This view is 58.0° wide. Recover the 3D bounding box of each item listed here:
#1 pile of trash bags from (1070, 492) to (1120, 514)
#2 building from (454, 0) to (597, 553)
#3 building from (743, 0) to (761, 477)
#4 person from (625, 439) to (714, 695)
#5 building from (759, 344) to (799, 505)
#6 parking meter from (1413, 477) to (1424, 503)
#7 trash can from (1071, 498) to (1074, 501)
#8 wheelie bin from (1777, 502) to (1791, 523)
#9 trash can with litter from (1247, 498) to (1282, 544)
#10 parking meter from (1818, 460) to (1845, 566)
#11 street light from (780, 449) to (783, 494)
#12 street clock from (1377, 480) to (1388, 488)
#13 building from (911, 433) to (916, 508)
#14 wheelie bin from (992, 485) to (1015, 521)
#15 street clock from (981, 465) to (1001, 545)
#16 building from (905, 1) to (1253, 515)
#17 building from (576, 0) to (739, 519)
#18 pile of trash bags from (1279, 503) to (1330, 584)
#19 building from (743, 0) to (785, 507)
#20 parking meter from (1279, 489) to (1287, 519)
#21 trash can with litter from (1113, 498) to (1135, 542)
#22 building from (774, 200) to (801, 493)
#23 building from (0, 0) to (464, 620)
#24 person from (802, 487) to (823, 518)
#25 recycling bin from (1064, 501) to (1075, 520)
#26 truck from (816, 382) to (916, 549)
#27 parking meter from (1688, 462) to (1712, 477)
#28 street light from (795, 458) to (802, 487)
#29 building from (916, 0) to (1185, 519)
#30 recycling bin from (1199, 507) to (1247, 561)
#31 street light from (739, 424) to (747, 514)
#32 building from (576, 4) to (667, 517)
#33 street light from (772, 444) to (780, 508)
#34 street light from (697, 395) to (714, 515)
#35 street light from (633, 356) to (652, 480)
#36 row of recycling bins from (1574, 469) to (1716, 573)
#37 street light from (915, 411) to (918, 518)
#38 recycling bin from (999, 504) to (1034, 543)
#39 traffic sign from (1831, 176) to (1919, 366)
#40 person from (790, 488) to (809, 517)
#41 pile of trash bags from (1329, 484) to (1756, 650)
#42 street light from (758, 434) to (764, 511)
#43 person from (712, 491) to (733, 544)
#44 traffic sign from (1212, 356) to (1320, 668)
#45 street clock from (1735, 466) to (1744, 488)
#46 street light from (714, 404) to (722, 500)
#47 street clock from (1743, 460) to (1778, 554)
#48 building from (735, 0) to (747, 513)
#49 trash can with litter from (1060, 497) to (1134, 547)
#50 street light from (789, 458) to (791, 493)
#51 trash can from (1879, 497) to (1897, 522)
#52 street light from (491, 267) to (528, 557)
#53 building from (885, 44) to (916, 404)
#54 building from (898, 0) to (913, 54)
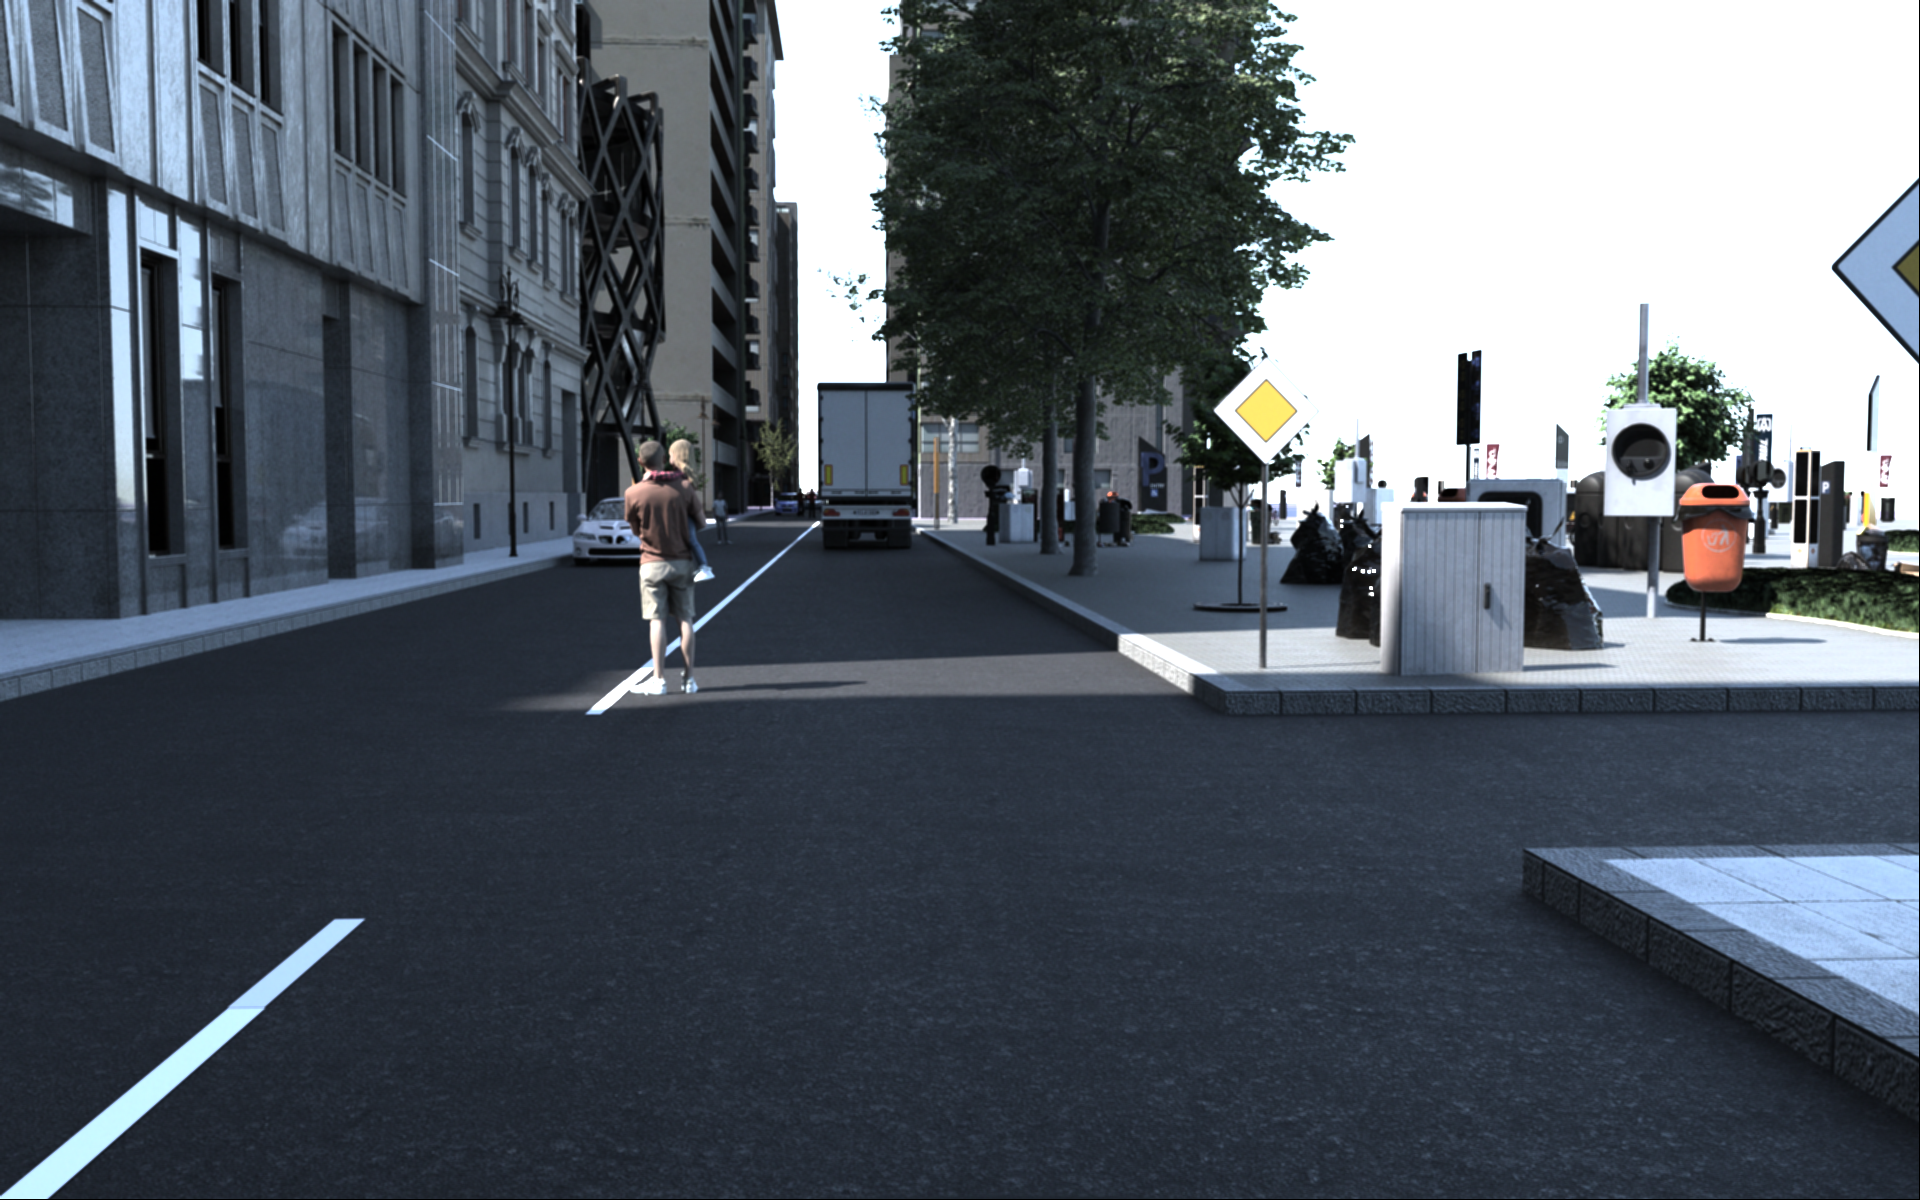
[{"bbox_3d":[6.108,-4.525,83.738,3.447,1.369,1.912,-1,4,-21],"label":"pile of trash bags"},{"bbox_3d":[-17.290,-15.591,42.296,14.401,28.519,23.554,0,4,-4],"label":"building"},{"bbox_3d":[-27.396,-29.528,137.414,22.147,44.769,28.867,0,4,-4],"label":"building"},{"bbox_3d":[-2.080,-0.248,12.523,0.573,1.828,0.580,2,4,26],"label":"person"},{"bbox_3d":[-34.263,-22.538,213.532,27.650,21.520,28.899,0,4,-4],"label":"building"},{"bbox_3d":[15.296,-3.186,57.795,0.255,1.863,0.399,0,4,-1],"label":"parking meter"},{"bbox_3d":[4.593,-3.330,66.093,0.748,1.137,0.748,0,3,0],"label":"trash can"},{"bbox_3d":[36.359,-4.179,76.240,0.980,1.594,0.693,1,4,20],"label":"wheelie bin"},{"bbox_3d":[7.781,-2.017,44.357,0.624,1.170,1.055,3,5,39],"label":"trash can with litter"},{"bbox_3d":[15.192,-1.499,30.217,0.255,1.863,0.399,-1,4,-11],"label":"parking meter"},{"bbox_3d":[-17.720,-12.165,171.693,0.468,5.910,1.993,0,4,-4],"label":"street light"},{"bbox_3d":[21.197,-5.040,86.972,0.471,2.002,0.358,-1,4,-18],"label":"street clock"},{"bbox_3d":[5.439,-51.039,147.154,22.319,86.520,31.000,0,4,-4],"label":"building"},{"bbox_3d":[1.455,-3.220,60.554,0.980,1.594,0.693,1,4,18],"label":"wheelie bin"},{"bbox_3d":[0.773,-2.383,43.526,0.471,2.002,0.358,-1,4,-11],"label":"street clock"},{"bbox_3d":[7.474,-28.379,118.619,22.147,44.769,28.867,0,4,-4],"label":"building"},{"bbox_3d":[-23.933,-28.941,96.889,21.300,48.544,21.600,0,4,-4],"label":"building"},{"bbox_3d":[6.004,-0.875,24.058,1.912,1.369,3.447,-2,4,-24],"label":"pile of trash bags"},{"bbox_3d":[-33.237,-36.312,182.934,28.713,52.752,27.495,0,4,-4],"label":"building"},{"bbox_3d":[16.530,-4.905,88.608,0.372,1.533,0.369,0,3,0],"label":"parking meter"},{"bbox_3d":[4.289,-2.115,45.975,0.624,1.170,1.055,1,4,15],"label":"trash can with litter"},{"bbox_3d":[-29.018,-33.712,234.790,14.154,41.232,14.086,0,4,-4],"label":"building"},{"bbox_3d":[-14.484,-12.400,20.765,12.078,24.808,19.932,0,4,-4],"label":"building"},{"bbox_3d":[-8.869,-5.842,103.947,1.348,1.831,0.705,-1,4,-19],"label":"person"},{"bbox_3d":[3.752,-2.920,60.299,0.722,1.027,0.722,-1,4,-13],"label":"recycling bin"},{"bbox_3d":[-2.576,-3.664,48.816,2.839,4.237,11.283,0,4,-2],"label":"truck"},{"bbox_3d":[13.446,-1.580,31.543,0.399,1.863,0.255,-2,4,-25],"label":"parking meter"},{"bbox_3d":[-20.529,-14.992,217.901,0.468,5.910,1.993,0,4,-4],"label":"street light"},{"bbox_3d":[4.487,-25.270,96.752,14.154,41.232,14.086,0,4,-4],"label":"building"},{"bbox_3d":[5.107,-1.288,33.620,0.722,1.027,0.722,2,4,30],"label":"recycling bin"},{"bbox_3d":[-14.002,-8.481,111.457,0.468,5.910,1.993,0,4,-4],"label":"street light"},{"bbox_3d":[-19.354,-11.939,62.650,16.820,18.784,16.811,0,4,-4],"label":"building"},{"bbox_3d":[-16.824,-11.266,156.978,0.468,5.910,1.993,0,4,-4],"label":"street light"},{"bbox_3d":[-11.947,-6.602,80.723,0.468,5.910,1.993,0,4,-4],"label":"street light"},{"bbox_3d":[-10.629,-5.220,58.131,0.468,5.910,1.993,0,4,-4],"label":"street light"},{"bbox_3d":[11.660,-1.377,29.632,1.069,1.692,3.534,-1,4,-10],"label":"row of recycling bins"},{"bbox_3d":[-2.354,-7.435,94.355,0.468,5.910,1.993,0,4,-4],"label":"street light"},{"bbox_3d":[1.487,-2.031,45.758,0.722,1.027,0.722,-1,4,-22],"label":"recycling bin"},{"bbox_3d":[2.729,-0.067,4.737,0.795,2.450,0.064,0,4,-4],"label":"traffic sign"},{"bbox_3d":[-10.096,-6.201,109.820,1.348,1.831,0.705,0,4,3],"label":"person"},{"bbox_3d":[5.056,-0.323,15.038,3.447,1.369,1.912,0,4,8],"label":"pile of trash bags"},{"bbox_3d":[-15.465,-9.884,134.389,0.468,5.910,1.993,0,4,-4],"label":"street light"},{"bbox_3d":[-6.824,-2.360,49.687,0.523,1.515,0.503,3,4,38],"label":"person"},{"bbox_3d":[2.230,-0.554,12.707,0.795,2.450,0.064,0,4,-4],"label":"traffic sign"},{"bbox_3d":[20.282,-2.459,44.775,0.471,2.002,0.358,-1,4,-22],"label":"street clock"},{"bbox_3d":[-12.460,-7.089,88.688,0.468,5.910,1.993,0,4,-4],"label":"street light"},{"bbox_3d":[17.234,-2.002,37.298,0.471,2.002,0.358,0,4,-3],"label":"street clock"},{"bbox_3d":[-21.784,-26.409,115.378,14.154,41.232,14.086,0,4,-4],"label":"building"},{"bbox_3d":[3.276,-1.927,42.561,2.233,1.210,1.678,0,4,-4],"label":"trash can with litter"},{"bbox_3d":[-19.210,-13.592,195.017,0.468,5.910,1.993,0,4,-4],"label":"street light"},{"bbox_3d":[42.807,-4.175,79.910,0.748,1.137,0.748,0,3,0],"label":"trash can"},{"bbox_3d":[-9.162,-3.827,35.356,0.468,5.910,1.993,0,4,-4],"label":"street light"},{"bbox_3d":[2.878,-34.311,184.684,21.300,48.544,21.600,0,4,-4],"label":"building"},{"bbox_3d":[-0.038,-48.788,235.941,20.563,71.187,20.611,0,4,-4],"label":"building"}]
